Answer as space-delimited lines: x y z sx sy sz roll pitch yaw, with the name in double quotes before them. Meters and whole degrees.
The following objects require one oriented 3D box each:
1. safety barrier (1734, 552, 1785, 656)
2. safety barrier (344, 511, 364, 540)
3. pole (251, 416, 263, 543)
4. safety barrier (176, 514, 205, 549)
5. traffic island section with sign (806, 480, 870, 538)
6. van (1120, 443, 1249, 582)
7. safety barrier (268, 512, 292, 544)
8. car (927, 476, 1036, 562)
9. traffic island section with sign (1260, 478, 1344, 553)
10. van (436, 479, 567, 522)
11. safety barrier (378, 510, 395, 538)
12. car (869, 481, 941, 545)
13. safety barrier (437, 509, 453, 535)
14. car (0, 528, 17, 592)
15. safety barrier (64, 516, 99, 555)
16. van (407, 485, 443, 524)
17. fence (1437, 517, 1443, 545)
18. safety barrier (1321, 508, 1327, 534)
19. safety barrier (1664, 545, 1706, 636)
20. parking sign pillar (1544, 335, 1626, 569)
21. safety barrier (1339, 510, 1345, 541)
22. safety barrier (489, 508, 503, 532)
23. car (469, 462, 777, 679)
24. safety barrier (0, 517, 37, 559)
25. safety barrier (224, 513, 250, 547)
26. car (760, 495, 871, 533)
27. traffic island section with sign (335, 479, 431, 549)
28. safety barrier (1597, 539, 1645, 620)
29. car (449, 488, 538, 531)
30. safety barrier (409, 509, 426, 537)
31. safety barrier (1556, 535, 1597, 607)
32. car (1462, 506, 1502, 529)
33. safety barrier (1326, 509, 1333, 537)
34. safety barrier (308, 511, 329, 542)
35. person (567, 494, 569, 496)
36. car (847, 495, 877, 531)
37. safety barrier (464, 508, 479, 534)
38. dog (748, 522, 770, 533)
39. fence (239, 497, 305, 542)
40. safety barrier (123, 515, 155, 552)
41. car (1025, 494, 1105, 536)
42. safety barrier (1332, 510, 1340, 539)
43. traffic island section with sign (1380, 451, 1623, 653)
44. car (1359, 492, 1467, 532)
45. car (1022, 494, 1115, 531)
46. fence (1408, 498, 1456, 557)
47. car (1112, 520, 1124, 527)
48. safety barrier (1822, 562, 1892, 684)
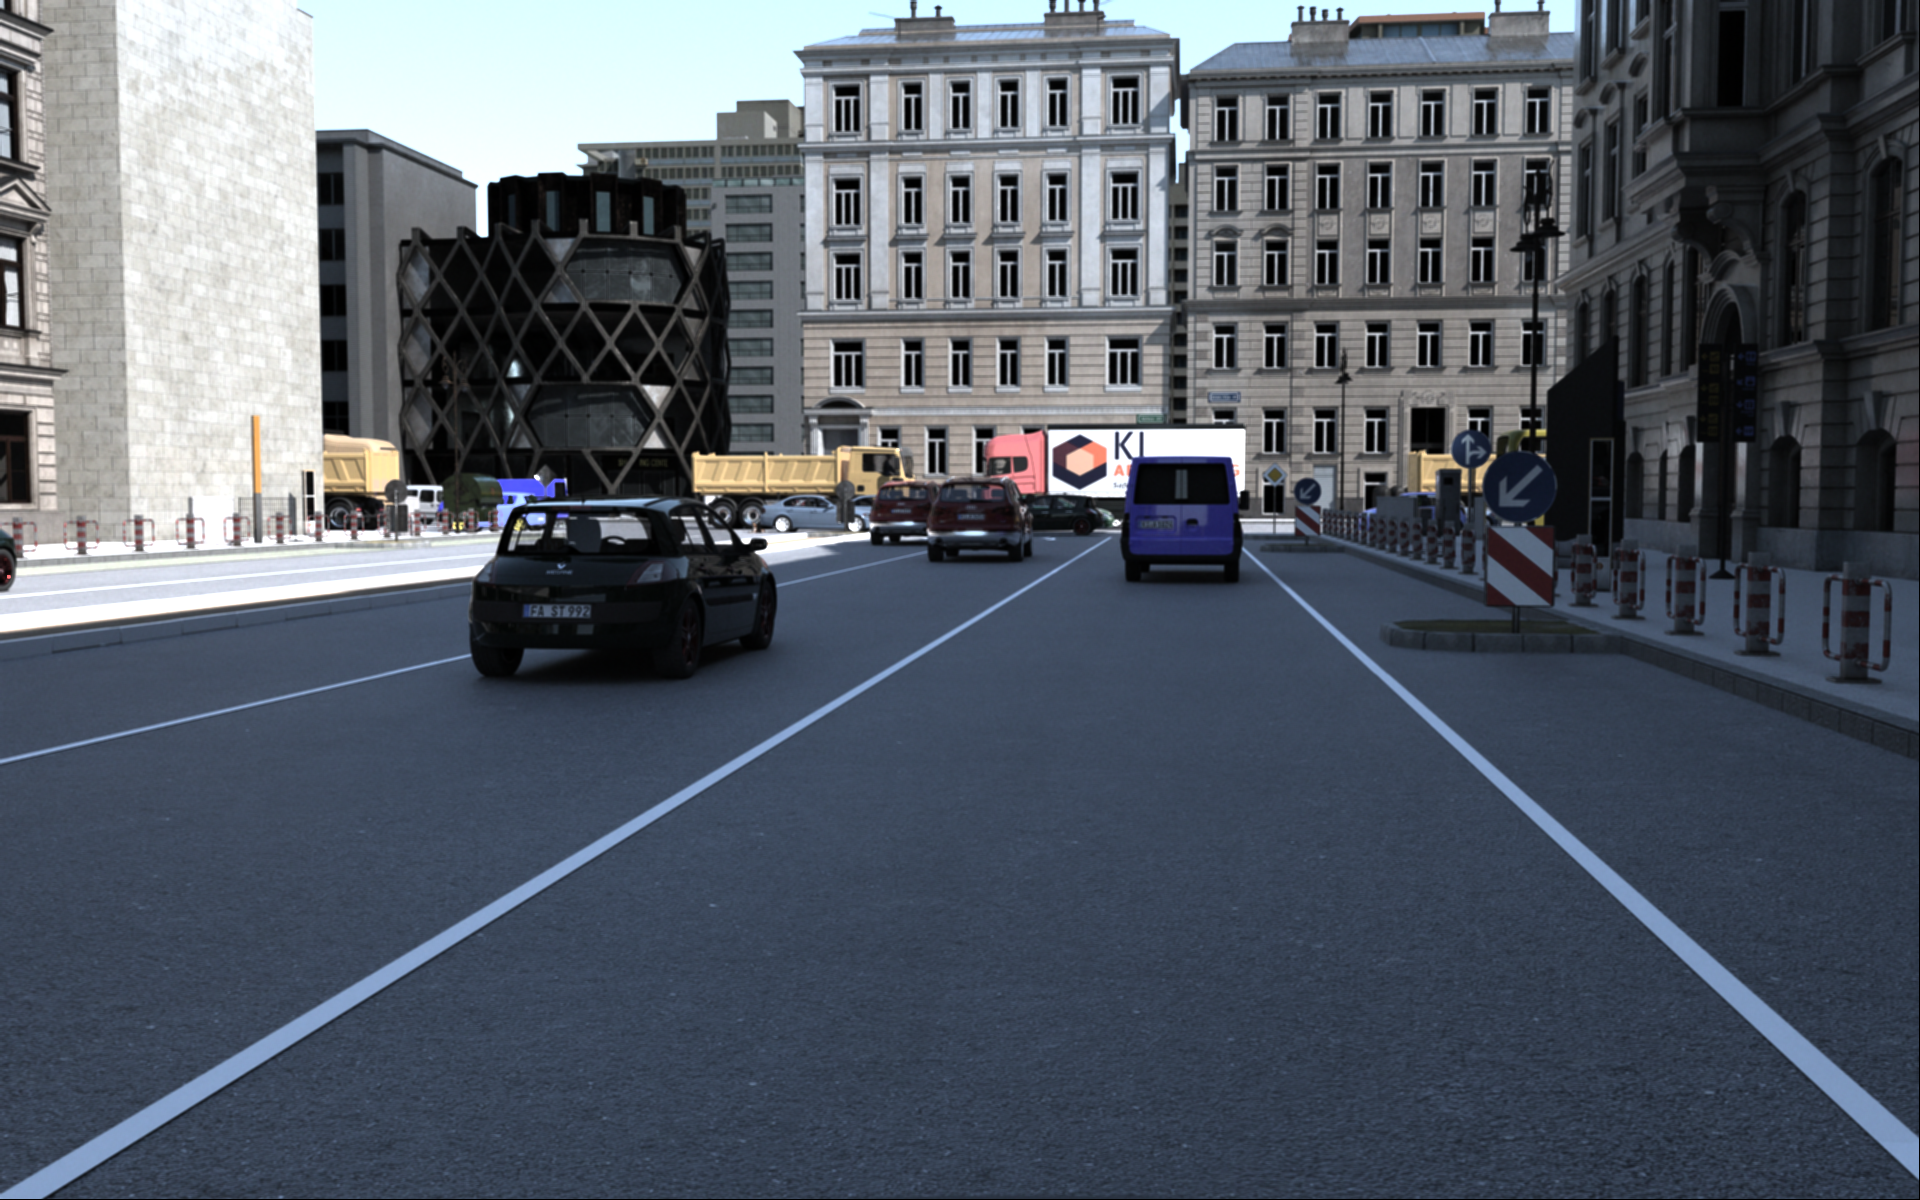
"safety barrier" 6.348 0.031 13.771 0.300 0.817 1.120 0 4 7
"safety barrier" -16.927 -2.086 48.379 0.300 0.817 1.120 0 4 7
"pole" -18.301 -3.133 45.074 0.158 3.312 0.155 0 3 0
"safety barrier" -17.949 -1.598 40.402 0.300 0.817 1.120 0 4 7
"traffic island section with sign" -3.920 -3.018 57.480 2.006 1.907 1.989 0 4 7
"van" 3.900 -1.568 30.022 2.240 2.365 5.245 1 4 9
"safety barrier" -17.437 -1.843 44.402 0.300 0.817 1.120 0 4 7
"car" 0.495 -1.814 38.332 2.281 1.827 5.304 0 4 6
"traffic island section with sign" 8.535 -2.124 43.363 1.989 1.847 2.006 0 4 7
"van" -18.845 -4.084 71.159 5.245 2.365 2.240 0 4 5
"safety barrier" -16.669 -2.208 50.376 0.300 0.817 1.120 0 4 7
"car" -1.313 -2.549 50.346 2.281 1.827 5.304 0 4 7
"safety barrier" -16.154 -2.452 54.367 0.300 0.817 1.120 0 4 7
"car" -14.982 -0.872 24.049 2.009 1.686 4.222 0 4 5
"safety barrier" -18.464 -1.354 36.406 0.300 0.817 1.120 0 4 7
"van" -23.929 -4.513 80.801 4.112 2.044 2.013 0 4 8
"fence" 12.264 -1.772 44.354 0.278 0.683 2.069 1 4 13
"safety barrier" 11.475 -2.411 53.689 0.300 0.817 1.120 0 4 7
"safety barrier" 6.606 -0.092 15.777 0.300 0.817 1.120 0 4 7
"parking sign pillar" 10.866 -2.546 30.106 1.447 3.967 1.447 -3 4 -37
"safety barrier" 10.710 -2.045 47.704 0.300 0.817 1.120 0 4 7
"safety barrier" -15.645 -2.695 58.345 0.300 0.817 1.120 0 4 7
"car" -2.764 -0.314 14.914 2.009 1.686 4.222 0 4 7
"safety barrier" -18.719 -1.232 34.416 0.300 0.817 1.120 0 4 7
"safety barrier" -17.696 -1.720 42.391 0.300 0.817 1.120 0 4 7
"car" -5.245 -3.244 65.049 4.499 1.417 2.014 0 4 8
"traffic island section with sign" -15.268 -2.298 46.199 1.989 1.847 2.006 0 4 7
"safety barrier" 6.859 -0.213 17.766 0.300 0.817 1.120 0 4 7
"car" -17.473 -3.393 65.070 3.694 1.707 1.945 1 4 9
"safety barrier" -16.410 -2.331 52.379 0.300 0.817 1.120 0 4 7
"safety barrier" 7.116 -0.335 19.759 0.300 0.817 1.120 0 4 7
"car" 17.513 -3.149 63.481 4.499 1.417 2.014 1 4 9
"safety barrier" 11.218 -2.289 51.700 0.300 0.817 1.120 0 4 7
"safety barrier" -17.180 -1.964 46.390 0.300 0.817 1.120 0 4 7
"person" -18.052 -4.262 78.736 0.990 1.755 0.434 1 4 14
"car" -2.781 -3.367 67.046 4.499 1.417 2.014 0 4 7
"safety barrier" -15.902 -2.574 56.356 0.300 0.817 1.120 0 4 7
"dog" -7.392 -2.662 63.713 0.748 0.427 0.550 0 4 6
"fence" -18.816 -2.193 47.058 2.264 1.192 0.480 2 4 26
"safety barrier" -18.205 -1.476 38.406 0.300 0.817 1.120 0 4 7
"car" 2.929 -3.091 60.322 4.222 1.686 2.009 1 4 8
"safety barrier" 10.961 -2.167 49.710 0.300 0.817 1.120 0 4 7
"traffic island section with sign" 5.107 -0.489 16.626 1.989 1.847 2.006 0 4 7
"car" 15.477 -3.049 59.446 3.694 1.707 1.945 0 4 6
"car" 3.336 -3.252 64.963 4.920 1.459 2.131 0 4 7
"fence" 9.846 -1.541 36.391 0.480 1.192 2.264 0 4 -1
"car" 8.129 -4.067 75.537 4.494 1.783 2.155 0 4 7
"safety barrier" 6.091 0.152 11.782 0.300 0.817 1.120 0 4 7
